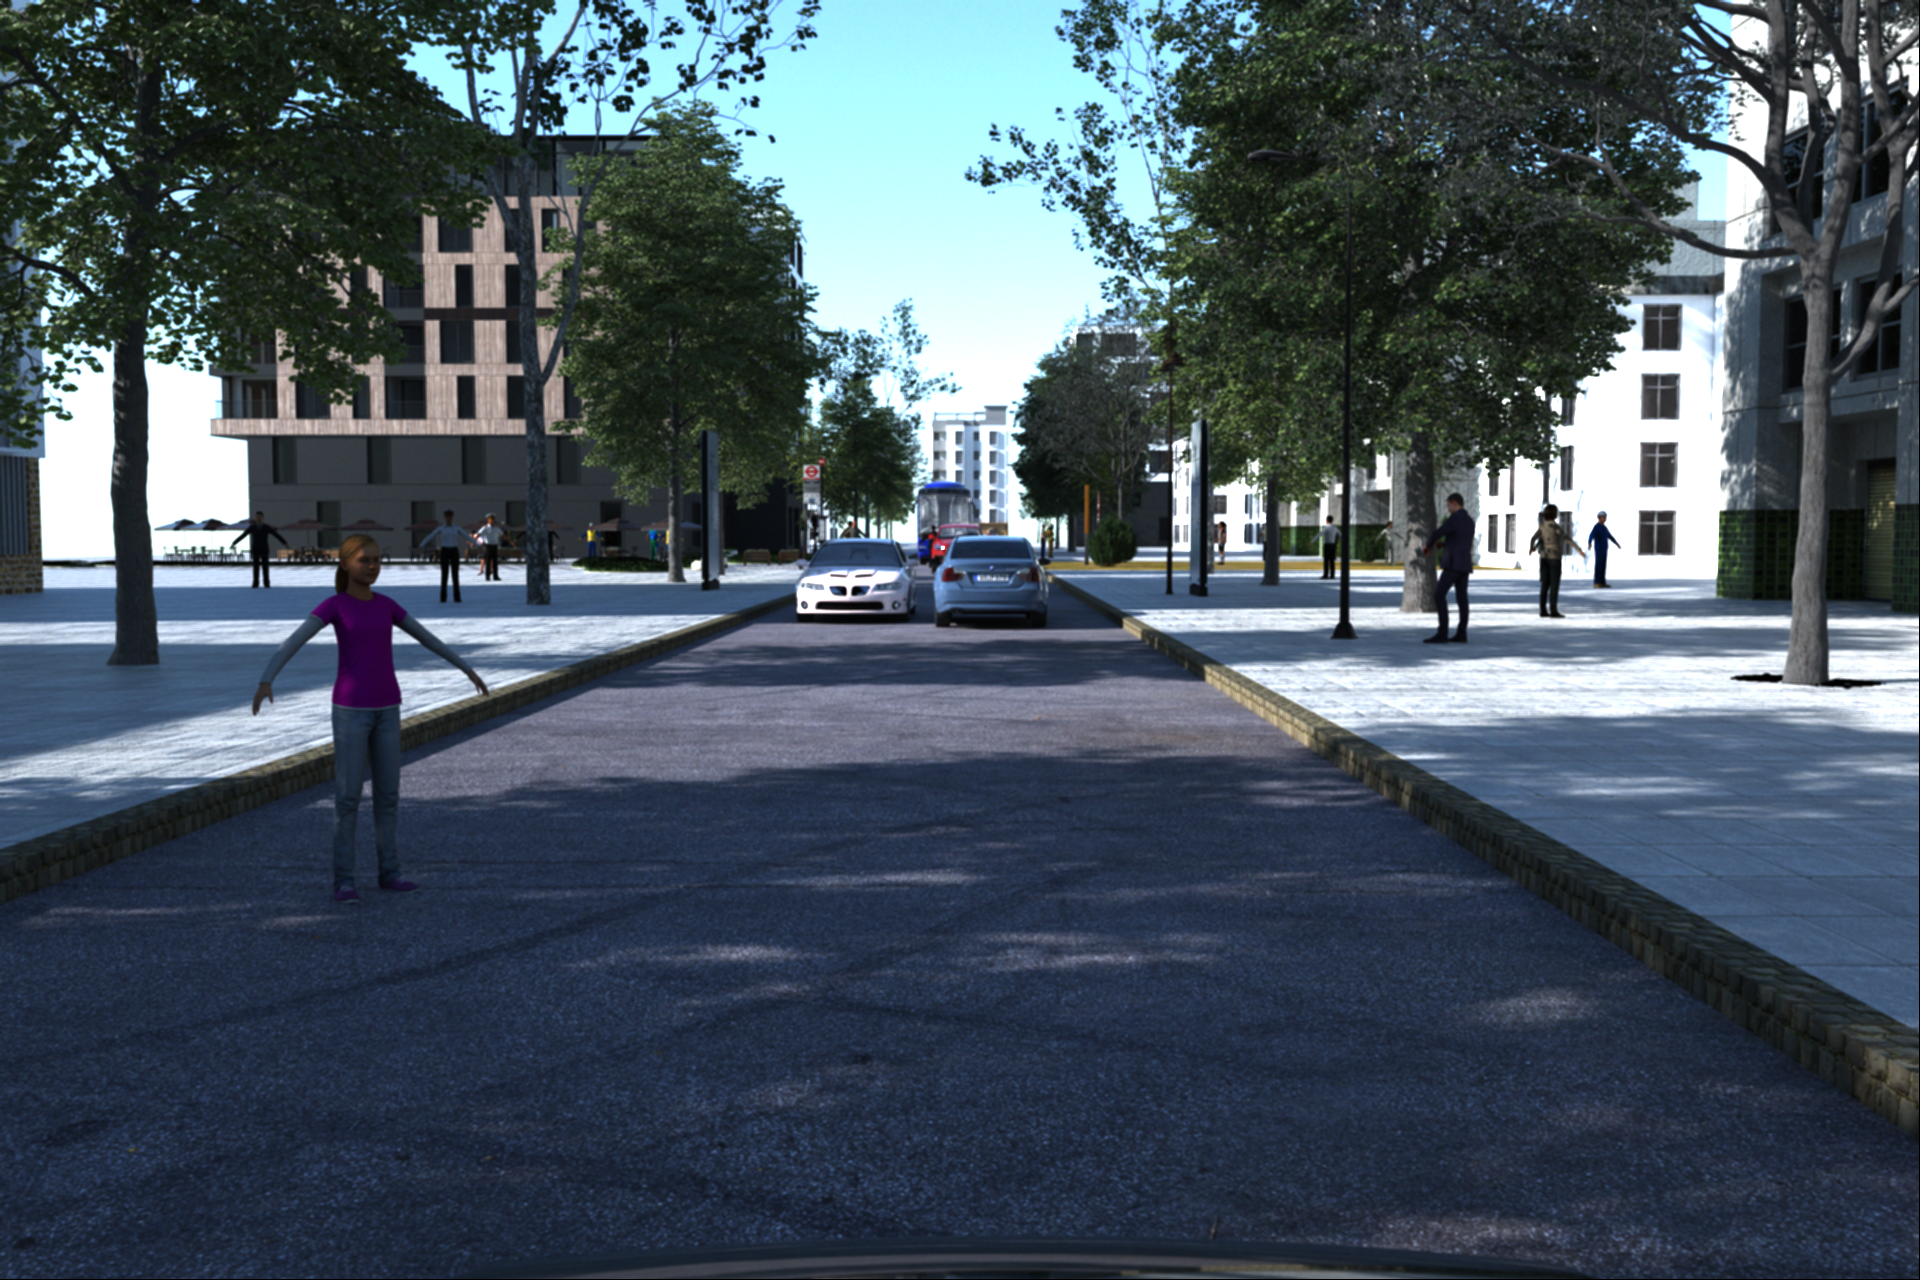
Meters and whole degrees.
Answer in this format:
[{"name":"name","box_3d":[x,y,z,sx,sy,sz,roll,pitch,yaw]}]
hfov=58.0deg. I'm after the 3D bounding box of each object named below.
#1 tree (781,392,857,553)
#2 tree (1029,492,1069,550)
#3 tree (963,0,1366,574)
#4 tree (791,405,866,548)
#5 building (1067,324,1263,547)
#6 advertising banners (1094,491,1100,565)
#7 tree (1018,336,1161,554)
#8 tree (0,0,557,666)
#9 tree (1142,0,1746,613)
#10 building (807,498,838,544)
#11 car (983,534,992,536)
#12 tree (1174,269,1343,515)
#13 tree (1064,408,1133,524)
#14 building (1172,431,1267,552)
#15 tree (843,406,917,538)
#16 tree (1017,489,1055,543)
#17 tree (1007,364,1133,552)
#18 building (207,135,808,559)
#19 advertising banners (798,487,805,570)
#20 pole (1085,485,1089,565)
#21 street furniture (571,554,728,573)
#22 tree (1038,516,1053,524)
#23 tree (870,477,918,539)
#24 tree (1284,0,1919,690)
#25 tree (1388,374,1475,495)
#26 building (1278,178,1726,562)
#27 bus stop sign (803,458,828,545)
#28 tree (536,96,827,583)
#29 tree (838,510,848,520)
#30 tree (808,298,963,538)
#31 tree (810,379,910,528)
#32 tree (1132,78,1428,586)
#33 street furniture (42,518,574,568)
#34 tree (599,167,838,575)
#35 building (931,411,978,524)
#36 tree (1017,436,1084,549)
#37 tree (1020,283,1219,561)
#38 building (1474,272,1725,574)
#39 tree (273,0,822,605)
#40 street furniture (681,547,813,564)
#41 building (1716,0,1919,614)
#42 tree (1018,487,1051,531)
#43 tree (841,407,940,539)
[{"name":"tree","box_3d":[-7.739,-8.583,90.691,4.737,8.622,4.395,0,3,0]},{"name":"tree","box_3d":[8.082,-11.535,138.954,4.360,8.622,3.978,0,3,0]},{"name":"tree","box_3d":[6.981,-12.250,56.175,12.611,20.169,13.585,0,3,0]},{"name":"tree","box_3d":[-7.649,-8.980,97.186,4.737,8.622,4.395,0,3,0]},{"name":"building","box_3d":[25.317,-20.869,185.183,27.936,21.610,32.646,0,4,0]},{"name":"advertising banners","box_3d":[5.574,-4.542,70.444,0.090,3.025,2.074,0,4,1]},{"name":"tree","box_3d":[8.225,-12.439,110.029,9.857,13.997,8.962,0,3,0]},{"name":"tree","box_3d":[-7.788,-6.045,16.967,7.486,12.596,7.792,0,3,0]},{"name":"tree","box_3d":[7.586,-7.426,28.075,9.857,13.997,8.962,0,3,0]},{"name":"building","box_3d":[-20.470,-17.510,228.440,9.099,9.664,28.070,0,4,1]},{"name":"car","box_3d":[0.702,-3.588,70.456,2.131,1.459,4.920,0,4,0]},{"name":"tree","box_3d":[12.675,-9.349,70.988,7.486,12.596,7.792,0,3,0]},{"name":"tree","box_3d":[8.147,-9.053,98.379,4.737,8.622,4.395,0,3,0]},{"name":"building","box_3d":[22.263,-11.671,132.966,9.099,9.664,28.070,0,4,1]},{"name":"tree","box_3d":[-7.371,-14.384,153.302,7.486,12.596,7.792,0,3,0]},{"name":"tree","box_3d":[12.014,-19.871,259.307,7.601,10.594,8.767,0,4,6]},{"name":"tree","box_3d":[7.967,-13.305,124.185,9.857,13.997,8.962,0,3,0]},{"name":"building","box_3d":[-24.727,-15.987,105.357,27.936,21.610,32.646,0,4,0]},{"name":"advertising banners","box_3d":[-5.790,-4.113,63.436,0.090,3.025,2.074,0,4,0]},{"name":"pole","box_3d":[5.275,-4.780,71.991,0.158,3.312,0.155,0,3,0]},{"name":"street furniture","box_3d":[-11.067,-2.843,62.107,5.734,0.657,10.072,-1,4,-12]},{"name":"tree","box_3d":[13.318,-18.480,252.516,4.360,8.622,3.978,0,3,0]},{"name":"tree","box_3d":[-9.673,-20.482,253.014,7.486,12.596,7.792,0,3,0]},{"name":"tree","box_3d":[7.419,-6.371,14.529,12.009,13.543,11.850,0,3,0]},{"name":"tree","box_3d":[20.028,-7.697,76.205,4.360,8.622,3.978,0,3,0]},{"name":"building","box_3d":[28.236,-13.960,94.710,16.747,18.905,31.486,0,4,0]},{"name":"bus stop sign","box_3d":[-5.072,-4.419,60.952,0.855,3.939,0.416,0,4,1]},{"name":"tree","box_3d":[-7.373,-7.771,45.176,7.486,12.596,7.792,0,3,0]},{"name":"tree","box_3d":[-19.688,-19.887,259.566,7.601,10.594,8.767,1,4,9]},{"name":"tree","box_3d":[-6.581,-17.317,139.020,12.611,20.169,13.585,0,3,0]},{"name":"tree","box_3d":[-7.537,-12.735,126.344,7.486,12.596,7.792,0,3,0]},{"name":"tree","box_3d":[7.987,-7.659,43.353,7.486,12.596,7.792,0,3,0]},{"name":"street furniture","box_3d":[-30.804,-4.044,71.151,27.439,1.986,14.083,0,4,7]},{"name":"tree","box_3d":[-7.722,-8.333,54.372,7.486,12.596,7.792,0,3,0]},{"name":"building","box_3d":[-4.057,-24.440,258.467,11.380,20.090,16.016,0,4,6]},{"name":"tree","box_3d":[8.620,-13.725,150.158,9.928,11.665,9.643,0,3,0]},{"name":"tree","box_3d":[7.892,-10.599,83.656,12.009,13.543,11.850,0,3,0]},{"name":"building","box_3d":[25.207,-6.995,56.512,9.099,9.664,28.070,0,4,1]},{"name":"tree","box_3d":[-8.307,-10.625,29.615,12.611,20.169,13.585,0,3,0]},{"name":"street furniture","box_3d":[-9.441,-3.835,78.329,5.734,0.657,10.072,0,4,8]},{"name":"building","box_3d":[23.589,-9.322,18.874,16.747,18.905,31.486,0,4,1]},{"name":"tree","box_3d":[7.909,-13.248,166.974,4.737,8.622,4.395,0,3,0]},{"name":"tree","box_3d":[-6.992,-15.620,165.758,12.009,13.543,11.850,0,3,0]}]
